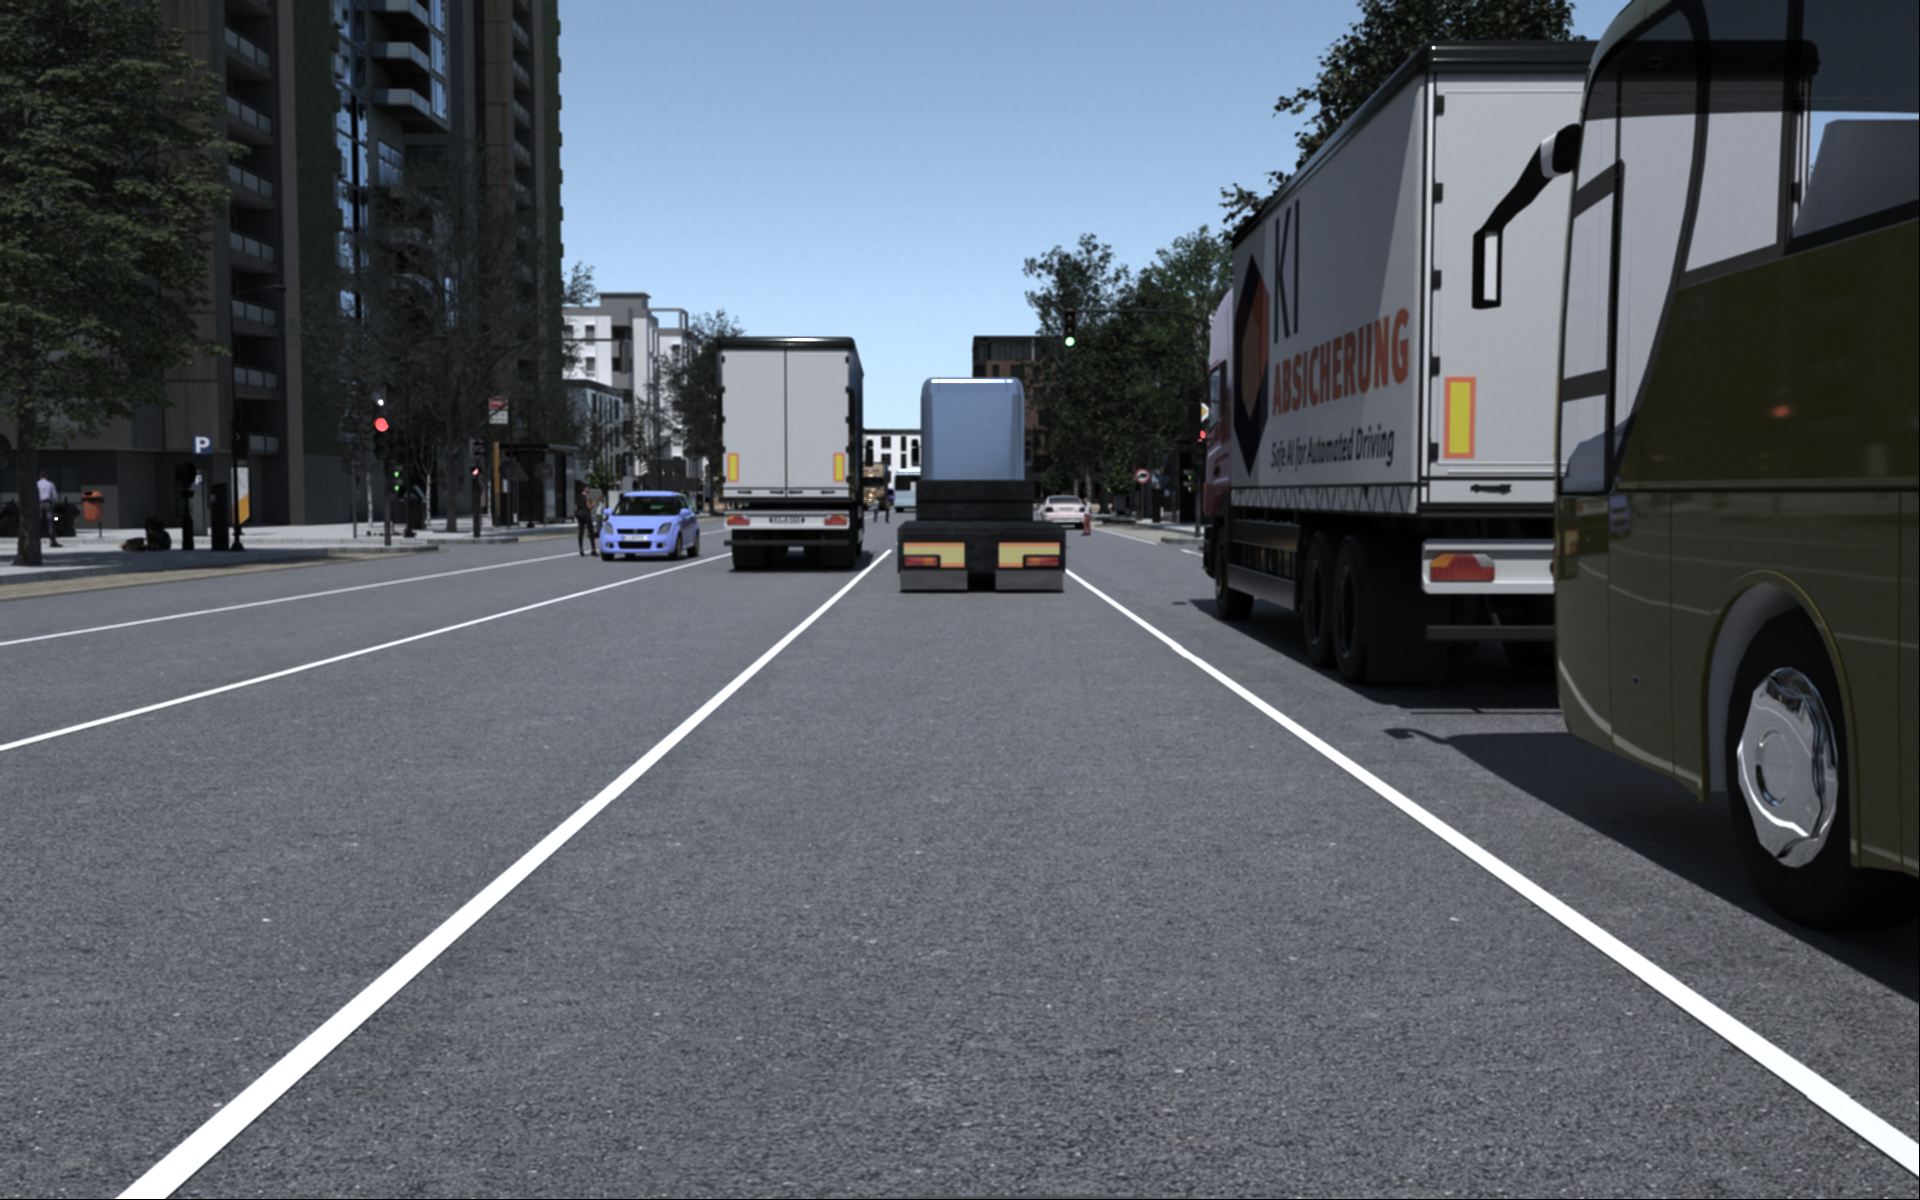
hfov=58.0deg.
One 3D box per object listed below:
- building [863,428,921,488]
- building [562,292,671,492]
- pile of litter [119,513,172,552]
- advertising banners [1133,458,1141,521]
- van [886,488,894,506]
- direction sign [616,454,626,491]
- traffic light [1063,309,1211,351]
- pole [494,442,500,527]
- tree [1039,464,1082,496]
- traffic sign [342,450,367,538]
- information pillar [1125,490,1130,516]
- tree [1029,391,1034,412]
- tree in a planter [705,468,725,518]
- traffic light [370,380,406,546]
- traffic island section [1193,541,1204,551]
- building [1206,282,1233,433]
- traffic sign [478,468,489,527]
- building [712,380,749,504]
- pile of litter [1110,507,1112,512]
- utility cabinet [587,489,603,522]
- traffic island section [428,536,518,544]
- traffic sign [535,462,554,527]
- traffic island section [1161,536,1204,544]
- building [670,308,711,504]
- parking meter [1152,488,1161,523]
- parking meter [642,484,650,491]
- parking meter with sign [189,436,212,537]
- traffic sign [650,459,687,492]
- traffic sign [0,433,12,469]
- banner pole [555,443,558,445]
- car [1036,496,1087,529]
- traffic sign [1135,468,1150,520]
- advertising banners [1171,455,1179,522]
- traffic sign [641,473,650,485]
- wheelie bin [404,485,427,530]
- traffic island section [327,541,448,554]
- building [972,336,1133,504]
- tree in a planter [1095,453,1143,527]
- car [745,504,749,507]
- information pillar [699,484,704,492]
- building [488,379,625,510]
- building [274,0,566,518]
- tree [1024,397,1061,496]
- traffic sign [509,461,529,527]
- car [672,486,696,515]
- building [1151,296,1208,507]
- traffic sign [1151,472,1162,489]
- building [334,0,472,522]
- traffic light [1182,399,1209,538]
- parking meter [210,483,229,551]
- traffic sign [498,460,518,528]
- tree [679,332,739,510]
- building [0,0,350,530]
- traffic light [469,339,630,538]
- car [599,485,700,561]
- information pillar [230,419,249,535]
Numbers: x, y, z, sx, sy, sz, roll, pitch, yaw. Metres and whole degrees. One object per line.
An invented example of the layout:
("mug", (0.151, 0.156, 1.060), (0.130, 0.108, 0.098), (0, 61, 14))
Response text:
("building", (-12.266, -17.299, 224.979), (28.070, 9.664, 9.099), (0, 4, 0))
("building", (-36.084, -18.591, 160.385), (16.016, 20.091, 11.380), (0, 4, 0))
("pile of litter", (-18.545, -1.551, 39.316), (1.176, 0.858, 1.719), (0, 4, 3))
("advertising banners", (8.521, -5.335, 83.417), (0.090, 3.025, 2.074), (0, 4, -3))
("van", (-7.147, -10.435, 174.995), (2.240, 2.365, 5.245), (0, 4, -1))
("direction sign", (-19.204, -6.499, 98.257), (0.379, 3.537, 0.876), (2, 4, 28))
("traffic light", (4.897, -4.158, 42.646), (4.771, 5.953, 1.251), (0, 4, 0))
("pole", (-18.095, -4.516, 67.679), (0.158, 3.312, 0.155), (0, 3, 0))
("tree", (9.949, -11.975, 179.504), (4.285, 4.588, 4.351), (0, 3, 0))
("traffic sign", (-17.488, -3.051, 49.996), (0.768, 2.556, 0.104), (1, 4, 9))
("information pillar", (9.597, -5.790, 99.160), (0.304, 2.012, 0.304), (0, 4, 4))
("tree", (9.181, -11.802, 109.974), (9.611, 12.733, 9.660), (0, 3, 0))
("tree in a planter", (-14.015, -6.447, 102.627), (1.991, 3.239, 1.994), (0, 4, 0))
("traffic light", (-14.133, -3.290, 42.717), (0.839, 4.253, 0.868), (0, 4, 0))
("traffic island section", (7.028, -1.262, 42.907), (2.009, 0.180, 2.903), (0, 4, 0))
("building", (28.374, -17.429, 141.379), (16.016, 20.091, 11.380), (0, 4, 0))
("traffic sign", (-18.665, -3.998, 67.502), (0.606, 2.300, 0.079), (0, 4, 4))
("building", (-33.227, -22.724, 227.962), (11.380, 20.091, 16.016), (0, 4, 0))
("pile of litter", (11.286, -6.671, 123.035), (1.719, 0.858, 1.176), (1, 4, 22))
("utility cabinet", (-16.843, -4.325, 79.399), (0.318, 1.500, 1.173), (1, 4, 22))
("traffic island section", (-14.196, -1.747, 50.837), (2.009, 0.180, 2.903), (0, 4, 0))
("traffic sign", (-16.434, -4.179, 68.439), (0.768, 2.556, 0.104), (0, 4, 3))
("traffic island section", (7.006, -1.750, 50.892), (2.009, 0.180, 2.903), (0, 4, 0))
("building", (-33.442, -19.956, 182.705), (11.380, 20.091, 16.016), (0, 4, 0))
("parking meter", (8.783, -4.218, 77.368), (0.372, 1.533, 0.369), (0, 3, 0))
("parking meter", (-18.100, -5.758, 99.849), (0.399, 1.863, 0.255), (-2, 4, -25))
("parking meter with sign", (-23.147, -3.447, 52.619), (0.543, 3.016, 1.738), (-2, 4, -33))
("traffic sign", (-17.119, -6.590, 101.611), (2.265, 3.308, 0.079), (1, 4, 9))
("traffic sign", (-19.788, -2.166, 35.525), (0.768, 2.556, 0.104), (1, 4, 9))
("banner pole", (-19.870, -5.853, 85.710), (0.401, 3.779, 0.863), (0, 4, 3))
("car", (4.226, -3.631, 71.728), (2.083, 1.381, 4.827), (0, 4, -1))
("traffic sign", (8.914, -5.175, 84.717), (0.768, 2.556, 0.104), (0, 4, 4))
("advertising banners", (9.739, -5.033, 78.473), (0.090, 3.025, 2.074), (0, 4, 0))
("traffic sign", (-18.636, -6.309, 103.258), (0.768, 2.556, 0.104), (0, 4, 4))
("wheelie bin", (-19.666, -3.340, 62.522), (0.693, 1.594, 0.980), (0, 4, -2))
("traffic island section", (-14.173, -1.258, 42.852), (2.009, 0.180, 2.903), (0, 4, 0))
("building", (18.065, -23.877, 234.364), (32.646, 21.610, 27.936), (0, 4, 0))
("tree in a planter", (6.935, -4.812, 75.893), (1.991, 3.239, 1.994), (0, 4, 0))
("car", (-7.221, -3.343, 66.659), (2.014, 1.417, 4.499), (0, 4, 1))
("information pillar", (-18.313, -7.239, 122.844), (0.304, 2.012, 0.304), (0, 4, 8))
("building", (-31.736, -12.138, 140.598), (9.099, 9.664, 28.070), (0, 4, 0))
("building", (-34.436, -26.254, 112.852), (14.154, 41.232, 14.086), (0, 4, 0))
("tree", (8.942, -14.162, 165.958), (8.767, 10.594, 7.601), (-1, 4, -10))
("traffic sign", (-17.452, -4.180, 68.349), (0.884, 2.594, 0.081), (0, 4, 1))
("car", (-11.710, -3.717, 69.573), (1.959, 1.807, 4.718), (0, 4, -2))
("building", (27.866, -18.171, 163.559), (16.747, 18.905, 31.486), (0, 4, 0))
("traffic sign", (11.445, -6.214, 101.709), (0.768, 2.556, 0.104), (0, 4, 5))
("building", (-39.124, -47.443, 88.365), (22.319, 86.520, 31.000), (0, 4, 0))
("traffic light", (6.966, -3.783, 50.778), (0.839, 4.253, 0.868), (0, 4, 0))
("parking meter", (-16.714, -1.877, 39.101), (0.372, 1.533, 0.369), (0, 3, 0))
("traffic sign", (-16.818, -3.938, 64.496), (0.768, 2.556, 0.104), (0, 4, 5))
("tree", (-17.471, -13.903, 133.962), (9.857, 13.997, 8.962), (0, 3, 0))
("building", (-33.552, -23.464, 67.227), (14.154, 41.232, 14.086), (0, 4, 0))
("traffic light", (-12.064, -4.653, 50.743), (4.771, 5.953, 1.251), (0, 4, 0))
("car", (-6.843, -1.756, 38.307), (1.945, 1.707, 3.694), (0, 4, 0))
("information pillar", (-22.417, -3.825, 53.896), (0.504, 3.616, 0.183), (-1, 4, -12))
